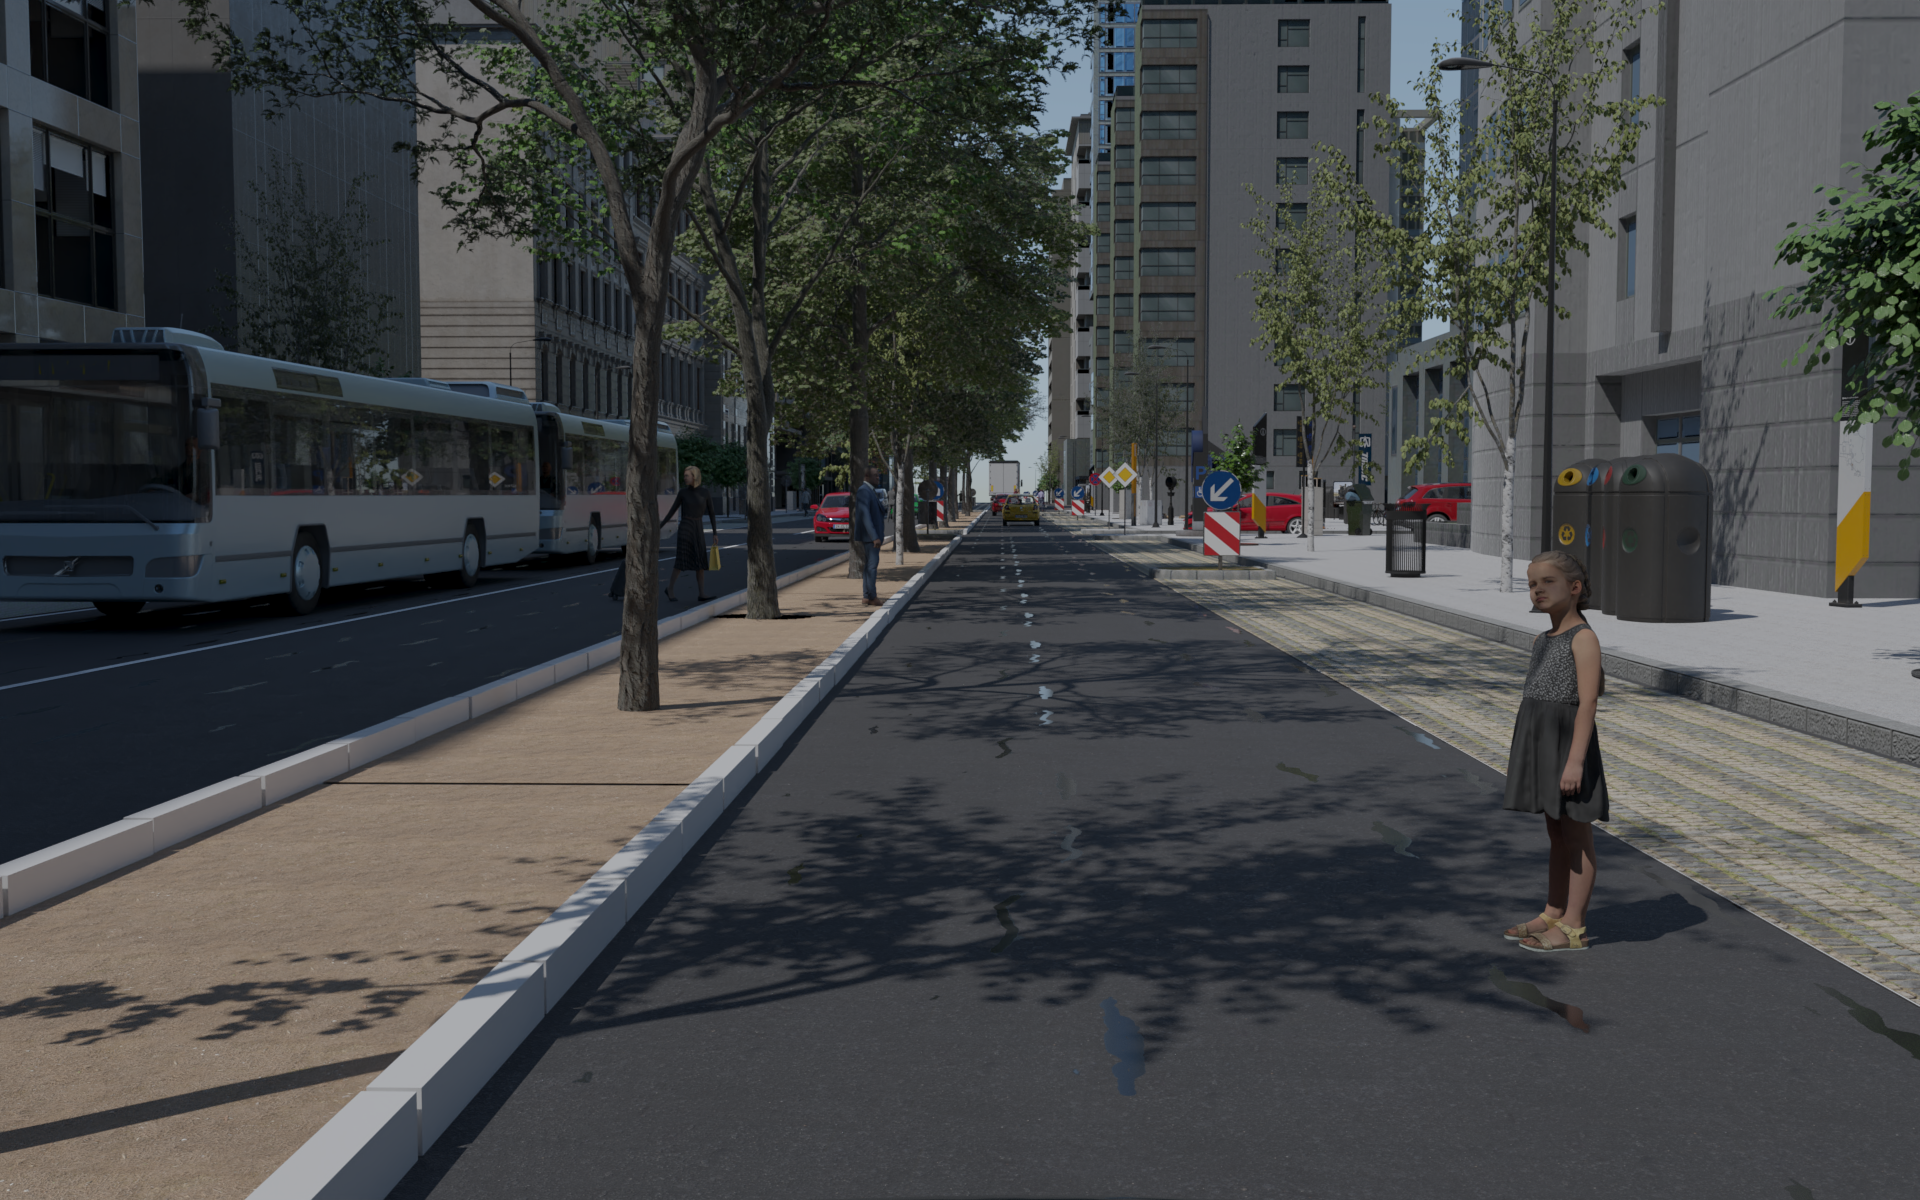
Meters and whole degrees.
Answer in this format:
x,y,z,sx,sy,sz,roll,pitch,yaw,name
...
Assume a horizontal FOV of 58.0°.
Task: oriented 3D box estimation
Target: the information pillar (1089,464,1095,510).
x,y,z,sx,sy,sz,roll,pitch,yaw,name
10.370,-8.863,136.269,0.504,3.616,0.183,-2,4,-29,information pillar

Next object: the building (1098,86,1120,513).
x,y,z,sx,sy,sz,roll,pitch,yaw,name
17.809,-21.665,125.921,14.160,30.474,14.107,0,4,1,building

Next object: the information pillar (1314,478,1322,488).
x,y,z,sx,sy,sz,roll,pitch,yaw,name
16.474,-4.615,79.942,0.304,2.012,0.304,-2,4,-32,information pillar

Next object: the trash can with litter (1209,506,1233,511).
x,y,z,sx,sy,sz,roll,pitch,yaw,name
7.252,-2.261,48.352,0.624,1.170,1.055,0,4,-4,trash can with litter

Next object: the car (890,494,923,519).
x,y,z,sx,sy,sz,roll,pitch,yaw,name
-3.074,-5.546,99.475,1.959,1.807,4.718,0,3,0,car

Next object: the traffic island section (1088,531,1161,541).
x,y,z,sx,sy,sz,roll,pitch,yaw,name
5.194,-1.963,54.373,2.009,0.180,2.903,0,4,1,traffic island section

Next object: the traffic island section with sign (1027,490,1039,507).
x,y,z,sx,sy,sz,roll,pitch,yaw,name
7.455,-9.352,161.529,1.989,1.847,2.006,0,4,1,traffic island section with sign

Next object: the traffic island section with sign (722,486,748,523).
x,y,z,sx,sy,sz,roll,pitch,yaw,name
-10.603,-4.699,85.456,1.989,1.847,2.006,0,4,1,traffic island section with sign

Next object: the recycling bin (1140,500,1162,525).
x,y,z,sx,sy,sz,roll,pitch,yaw,name
7.877,-3.600,71.414,0.722,1.027,0.722,-1,4,-17,recycling bin

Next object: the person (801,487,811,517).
x,y,z,sx,sy,sz,roll,pitch,yaw,name
-9.512,-6.054,107.324,0.795,1.843,0.661,3,5,42,person

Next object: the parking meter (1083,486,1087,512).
x,y,z,sx,sy,sz,roll,pitch,yaw,name
9.106,-7.317,125.343,0.399,1.863,0.255,-2,4,-25,parking meter

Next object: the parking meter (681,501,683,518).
x,y,z,sx,sy,sz,roll,pitch,yaw,name
-13.320,-4.611,83.806,0.372,1.533,0.369,0,3,0,parking meter

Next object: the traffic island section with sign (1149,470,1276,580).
x,y,z,sx,sy,sz,roll,pitch,yaw,name
4.275,-1.288,29.682,1.989,1.847,2.006,0,4,1,traffic island section with sign

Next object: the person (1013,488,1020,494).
x,y,z,sx,sy,sz,roll,pitch,yaw,name
3.943,-6.812,119.843,0.580,1.828,0.573,2,4,25,person

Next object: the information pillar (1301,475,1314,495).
x,y,z,sx,sy,sz,roll,pitch,yaw,name
13.639,-3.898,68.230,0.304,2.012,0.304,-1,4,-15,information pillar

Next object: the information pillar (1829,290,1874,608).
x,y,z,sx,sy,sz,roll,pitch,yaw,name
10.067,-1.720,19.484,0.183,3.616,0.504,0,4,-6,information pillar

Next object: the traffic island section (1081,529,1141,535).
x,y,z,sx,sy,sz,roll,pitch,yaw,name
5.387,-2.451,62.355,2.009,0.180,2.903,0,4,1,traffic island section

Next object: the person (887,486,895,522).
x,y,z,sx,sy,sz,roll,pitch,yaw,name
-3.426,-4.867,87.880,0.655,1.846,0.447,2,4,26,person

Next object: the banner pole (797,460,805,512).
x,y,z,sx,sy,sz,roll,pitch,yaw,name
-11.651,-8.396,127.295,0.401,3.779,0.863,3,4,37,banner pole

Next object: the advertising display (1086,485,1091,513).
x,y,z,sx,sy,sz,roll,pitch,yaw,name
8.700,-6.865,117.449,0.123,1.923,0.974,-1,4,-11,advertising display

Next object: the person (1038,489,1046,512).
x,y,z,sx,sy,sz,roll,pitch,yaw,name
6.723,-8.154,141.686,0.709,1.838,0.599,2,4,31,person

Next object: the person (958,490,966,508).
x,y,z,sx,sy,sz,roll,pitch,yaw,name
0.119,-10.442,179.328,1.348,1.812,0.705,-1,4,-20,person

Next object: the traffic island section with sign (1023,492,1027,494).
x,y,z,sx,sy,sz,roll,pitch,yaw,name
8.134,-11.052,189.330,1.989,1.847,2.006,0,4,1,traffic island section with sign

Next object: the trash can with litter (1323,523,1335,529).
x,y,z,sx,sy,sz,roll,pitch,yaw,name
12.508,-3.203,63.429,2.233,1.210,1.678,2,4,23,trash can with litter

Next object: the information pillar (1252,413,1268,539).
x,y,z,sx,sy,sz,roll,pitch,yaw,name
8.612,-3.572,49.761,0.504,3.616,0.183,-2,4,-34,information pillar

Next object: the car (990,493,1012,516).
x,y,z,sx,sy,sz,roll,pitch,yaw,name
3.061,-6.474,114.895,2.155,1.783,4.494,0,4,3,car

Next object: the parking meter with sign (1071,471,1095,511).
x,y,z,sx,sy,sz,roll,pitch,yaw,name
9.320,-8.263,131.364,1.738,3.016,0.543,0,4,1,parking meter with sign

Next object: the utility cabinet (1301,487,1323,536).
x,y,z,sx,sy,sz,roll,pitch,yaw,name
10.853,-2.730,53.312,0.318,1.500,1.173,0,4,-7,utility cabinet

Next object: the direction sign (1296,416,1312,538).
x,y,z,sx,sy,sz,roll,pitch,yaw,name
10.041,-3.583,50.573,0.379,3.537,0.876,3,5,41,direction sign

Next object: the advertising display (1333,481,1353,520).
x,y,z,sx,sy,sz,roll,pitch,yaw,name
19.000,-4.936,85.921,0.974,1.923,0.123,1,4,22,advertising display

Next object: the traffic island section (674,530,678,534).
x,y,z,sx,sy,sz,roll,pitch,yaw,name
-11.150,-2.476,62.758,2.009,0.180,2.903,0,4,1,traffic island section

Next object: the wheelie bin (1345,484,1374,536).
x,y,z,sx,sy,sz,roll,pitch,yaw,name
12.314,-2.789,53.516,0.980,1.594,0.693,-3,5,-42,wheelie bin

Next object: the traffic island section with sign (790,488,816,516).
x,y,z,sx,sy,sz,roll,pitch,yaw,name
-9.957,-6.347,112.403,1.989,1.847,2.006,0,4,1,traffic island section with sign

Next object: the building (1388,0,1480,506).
x,y,z,sx,sy,sz,roll,pitch,yaw,name
35.024,-46.502,72.979,31.000,86.520,22.319,0,4,1,building

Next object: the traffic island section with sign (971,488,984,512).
x,y,z,sx,sy,sz,roll,pitch,yaw,name
0.938,-7.899,137.283,2.006,1.907,1.989,0,4,1,traffic island section with sign

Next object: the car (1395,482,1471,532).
x,y,z,sx,sy,sz,roll,pitch,yaw,name
17.014,-2.966,57.174,5.304,1.827,2.281,0,4,1,car

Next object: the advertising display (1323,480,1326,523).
x,y,z,sx,sy,sz,roll,pitch,yaw,name
16.293,-4.419,77.463,0.123,1.923,0.974,1,4,12,advertising display

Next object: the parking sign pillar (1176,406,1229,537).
x,y,z,sx,sy,sz,roll,pitch,yaw,name
7.299,-3.925,52.654,1.447,3.967,1.447,0,4,6,parking sign pillar

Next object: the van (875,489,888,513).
x,y,z,sx,sy,sz,roll,pitch,yaw,name
-6.417,-7.587,131.057,2.013,2.044,4.112,0,4,3,van

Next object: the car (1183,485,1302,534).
x,y,z,sx,sy,sz,roll,pitch,yaw,name
9.674,-2.977,57.711,4.494,1.783,2.155,0,4,2,car

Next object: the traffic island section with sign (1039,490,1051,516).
x,y,z,sx,sy,sz,roll,pitch,yaw,name
6.250,-6.289,111.445,1.989,1.847,2.006,0,4,1,traffic island section with sign

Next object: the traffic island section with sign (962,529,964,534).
x,y,z,sx,sy,sz,roll,pitch,yaw,name
-0.868,-3.305,62.167,2.006,1.907,1.989,0,4,1,traffic island section with sign

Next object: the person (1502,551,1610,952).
x,y,z,sx,sy,sz,roll,pitch,yaw,name
1.874,0.471,5.464,0.373,1.253,0.362,0,4,-7,person

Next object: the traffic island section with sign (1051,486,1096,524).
x,y,z,sx,sy,sz,roll,pitch,yaw,name
5.607,-4.640,84.498,1.989,1.847,2.006,0,4,1,traffic island section with sign

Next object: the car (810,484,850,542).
x,y,z,sx,sy,sz,roll,pitch,yaw,name
-3.460,-2.684,52.931,2.155,1.783,4.494,0,4,-1,car

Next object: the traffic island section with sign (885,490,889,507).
x,y,z,sx,sy,sz,roll,pitch,yaw,name
-8.080,-11.077,189.737,1.989,1.847,2.006,0,4,1,traffic island section with sign

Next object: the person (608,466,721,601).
x,y,z,sx,sy,sz,roll,pitch,yaw,name
-3.926,-0.892,23.303,1.509,1.804,0.699,2,4,26,person

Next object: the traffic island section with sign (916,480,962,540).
x,y,z,sx,sy,sz,roll,pitch,yaw,name
-1.056,-2.852,54.762,2.006,1.907,1.989,0,4,1,traffic island section with sign

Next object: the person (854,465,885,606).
x,y,z,sx,sy,sz,roll,pitch,yaw,name
-1.152,-0.832,22.292,0.419,1.800,0.721,0,4,-5,person

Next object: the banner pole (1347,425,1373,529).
x,y,z,sx,sy,sz,roll,pitch,yaw,name
14.556,-4.464,63.001,0.863,3.779,0.401,1,4,20,banner pole

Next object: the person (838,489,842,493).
x,y,z,sx,sy,sz,roll,pitch,yaw,name
-7.425,-5.914,105.557,0.716,1.782,0.532,-1,4,-22,person

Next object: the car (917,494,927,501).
x,y,z,sx,sy,sz,roll,pitch,yaw,name
-4.259,-11.166,194.365,2.131,1.459,4.920,0,4,1,car

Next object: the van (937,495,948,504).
x,y,z,sx,sy,sz,roll,pitch,yaw,name
-2.719,-15.376,258.412,2.013,2.044,4.112,0,4,2,van

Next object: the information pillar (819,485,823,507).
x,y,z,sx,sy,sz,roll,pitch,yaw,name
-10.951,-8.085,136.681,0.304,2.012,0.304,0,4,1,information pillar

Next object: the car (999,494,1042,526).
x,y,z,sx,sy,sz,roll,pitch,yaw,name
2.794,-4.245,79.623,2.015,1.641,3.980,0,4,1,car
